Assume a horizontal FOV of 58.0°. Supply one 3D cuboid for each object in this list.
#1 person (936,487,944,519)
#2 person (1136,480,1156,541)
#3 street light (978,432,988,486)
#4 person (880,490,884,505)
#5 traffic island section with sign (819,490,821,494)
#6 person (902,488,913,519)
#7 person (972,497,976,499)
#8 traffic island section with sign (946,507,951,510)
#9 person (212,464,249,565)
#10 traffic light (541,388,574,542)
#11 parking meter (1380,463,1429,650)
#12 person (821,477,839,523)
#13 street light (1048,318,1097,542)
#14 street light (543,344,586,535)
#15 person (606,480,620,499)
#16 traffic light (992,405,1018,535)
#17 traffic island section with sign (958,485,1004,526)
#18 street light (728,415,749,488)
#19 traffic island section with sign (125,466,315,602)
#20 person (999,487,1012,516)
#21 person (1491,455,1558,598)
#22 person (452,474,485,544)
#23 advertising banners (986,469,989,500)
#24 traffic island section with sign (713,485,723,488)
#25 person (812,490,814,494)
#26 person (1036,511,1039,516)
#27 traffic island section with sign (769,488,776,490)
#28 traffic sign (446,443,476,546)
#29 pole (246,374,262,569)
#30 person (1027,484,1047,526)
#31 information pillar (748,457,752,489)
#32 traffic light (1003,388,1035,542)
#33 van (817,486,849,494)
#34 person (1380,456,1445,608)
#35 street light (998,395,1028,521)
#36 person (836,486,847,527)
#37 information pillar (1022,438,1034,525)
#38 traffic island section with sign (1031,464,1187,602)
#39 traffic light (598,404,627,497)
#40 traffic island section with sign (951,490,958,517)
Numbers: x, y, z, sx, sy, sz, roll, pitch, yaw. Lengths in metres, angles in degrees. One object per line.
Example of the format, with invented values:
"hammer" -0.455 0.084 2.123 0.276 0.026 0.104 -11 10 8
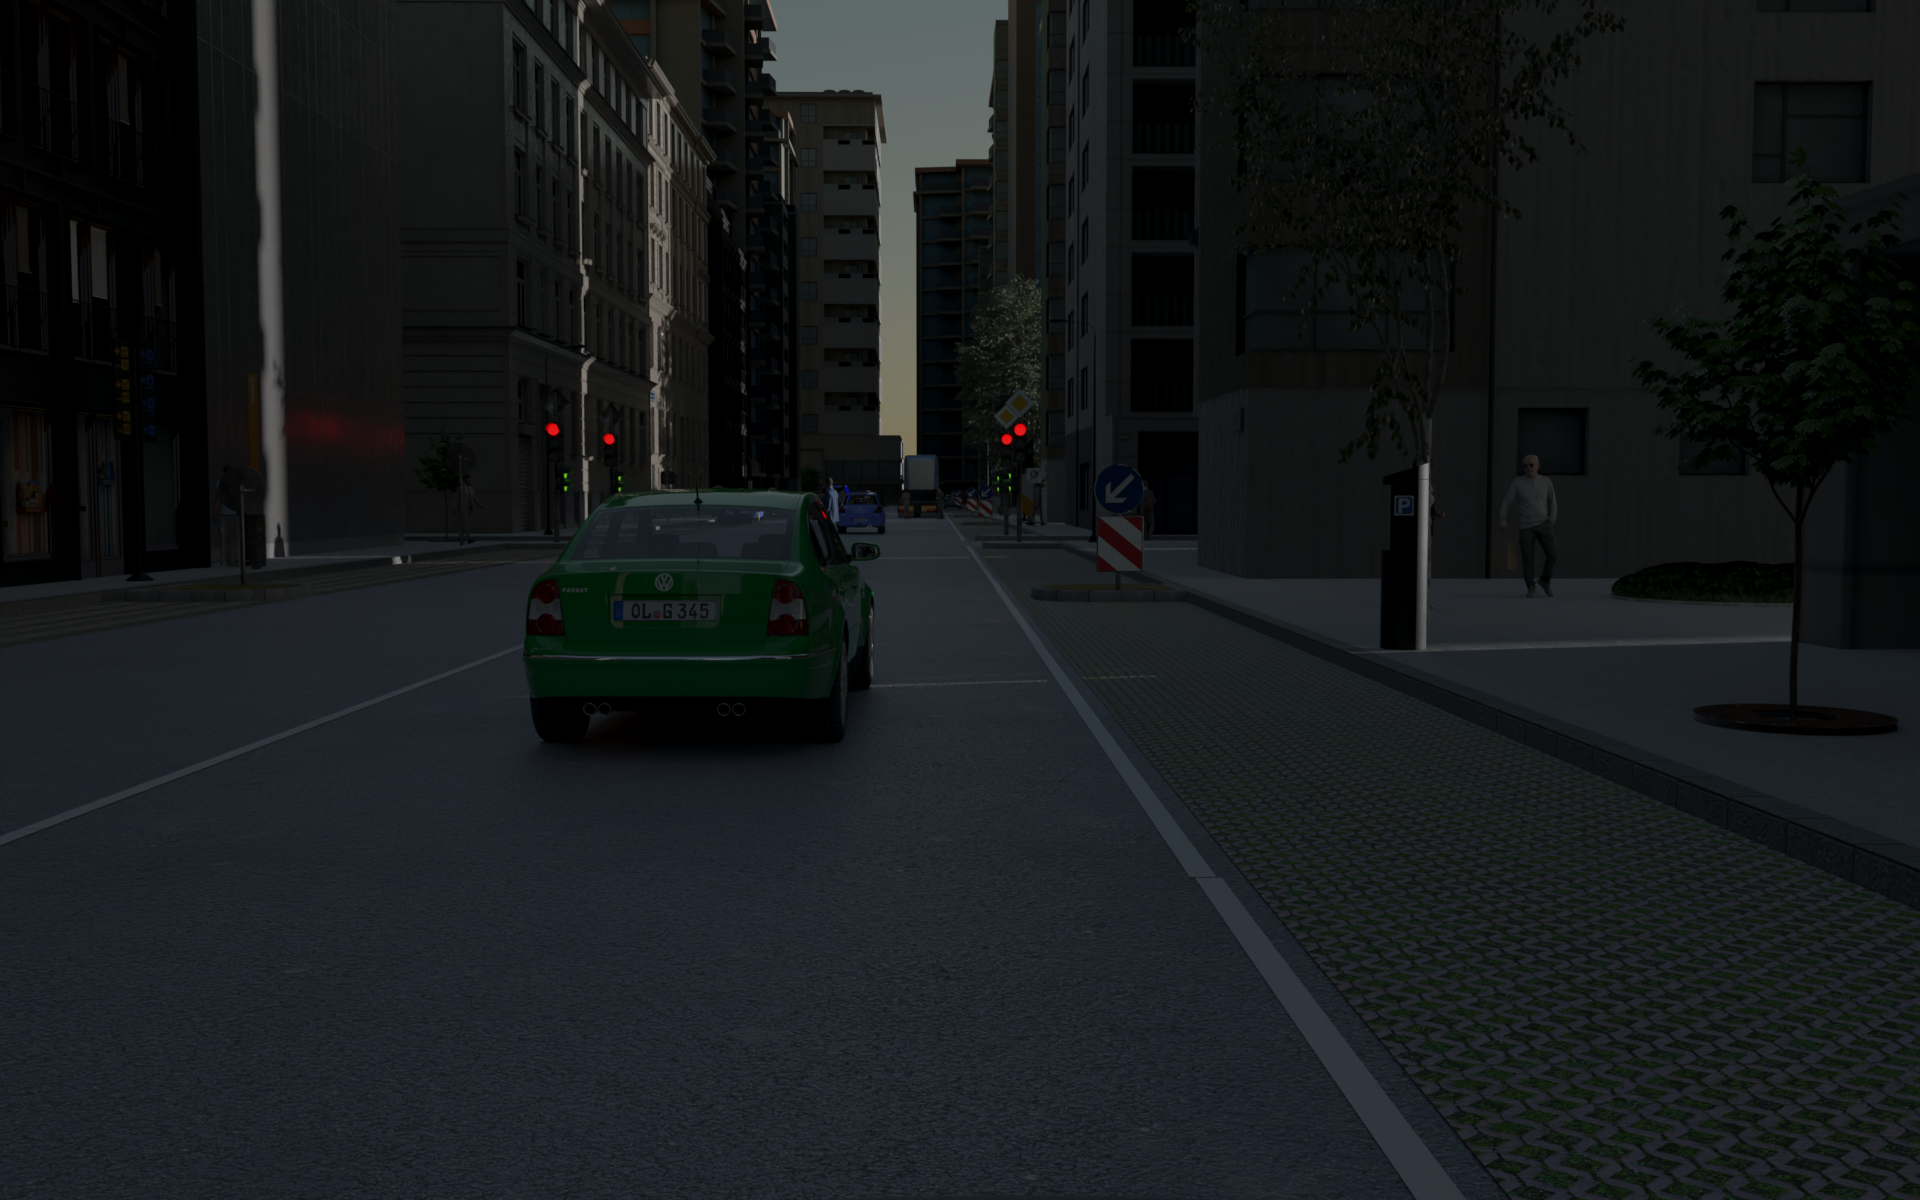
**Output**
"person" -1.168 -5.533 98.768 0.447 1.846 0.655 -2 4 -23
"person" 5.320 -2.516 49.608 0.622 1.834 0.822 1 4 16
"street light" 1.527 -9.567 128.959 1.470 5.913 1.316 0 4 -1
"person" -6.964 -8.976 155.216 0.705 1.831 1.348 0 4 3
"traffic island section with sign" -12.290 -9.000 155.772 1.989 1.847 2.006 0 4 -1
"person" -3.081 -5.618 100.715 0.716 1.782 0.532 -2 4 -24
"person" 1.306 -9.280 161.004 0.421 1.427 0.697 0 4 -3
"traffic island section with sign" -0.273 -9.018 156.068 1.989 1.847 2.006 0 4 -1
"person" -13.081 -1.525 31.064 0.616 1.811 0.778 -1 4 -14
"traffic light" -10.692 -3.485 45.905 0.839 4.253 0.868 0 4 -1
"parking meter" 3.680 -0.363 14.344 0.372 1.533 0.369 0 3 0
"person" -2.897 -1.815 38.358 0.419 1.800 0.721 0 4 6
"street light" 3.024 -4.486 45.895 1.470 5.913 1.316 0 4 -1
"street light" -12.274 -4.967 53.755 1.470 5.913 1.316 0 4 -1
"person" -12.723 -3.534 64.005 0.709 1.800 0.728 -1 4 -9
"traffic light" 1.430 -3.987 54.113 0.839 4.253 0.868 0 4 -1
"traffic island section with sign" 1.047 -4.319 79.243 1.989 1.847 2.006 0 4 -1
"street light" -13.033 -7.888 101.506 1.470 5.913 1.316 0 4 -1
"traffic island section with sign" -10.028 -0.925 23.760 1.989 1.847 2.006 0 4 -1
"person" 2.737 -5.895 102.635 0.699 1.804 1.509 2 4 30
"person" 7.015 -0.916 21.503 0.782 1.767 0.515 0 4 7
"person" -12.796 -2.359 44.884 0.850 1.792 0.678 2 4 33
"advertising banners" 1.867 -7.477 118.432 0.090 3.025 2.074 0 4 5
"traffic island section with sign" -10.964 -4.281 78.628 1.989 1.847 2.006 0 4 -1
"person" -15.809 -11.047 186.599 0.705 1.831 1.348 0 4 6
"person" 4.773 -5.822 101.569 0.599 1.781 0.374 2 4 31
"traffic island section with sign" -11.425 -5.930 105.579 1.989 1.847 2.006 0 4 -1
"traffic sign" -12.360 -2.616 42.871 0.768 2.556 0.104 0 4 5
"pole" -12.044 -2.184 29.545 0.158 3.312 0.155 0 3 0
"person" 3.132 -3.919 70.386 0.850 1.792 0.678 -2 4 -24
"information pillar" -13.337 -7.256 109.984 0.183 3.616 0.504 -2 4 -29
"traffic light" 1.567 -3.499 46.130 0.839 4.253 0.868 0 4 -1
"van" -9.015 -7.343 124.446 2.240 2.365 5.245 0 4 0
"person" 5.105 -0.771 19.482 0.563 1.720 0.643 -3 4 -38
"street light" 2.494 -6.658 81.402 1.470 5.913 1.316 0 4 -1
"person" -5.022 -3.984 73.908 0.678 1.792 0.850 2 4 27
"information pillar" 2.846 -4.954 72.346 0.504 3.616 0.183 -1 4 -10
"traffic island section with sign" 1.994 -0.924 23.739 1.989 1.847 2.006 0 4 -1
"traffic light" -10.829 -3.974 53.889 0.839 4.253 0.868 0 4 -1
"traffic island section with sign" 0.591 -5.969 106.219 1.989 1.847 2.006 0 4 -1
